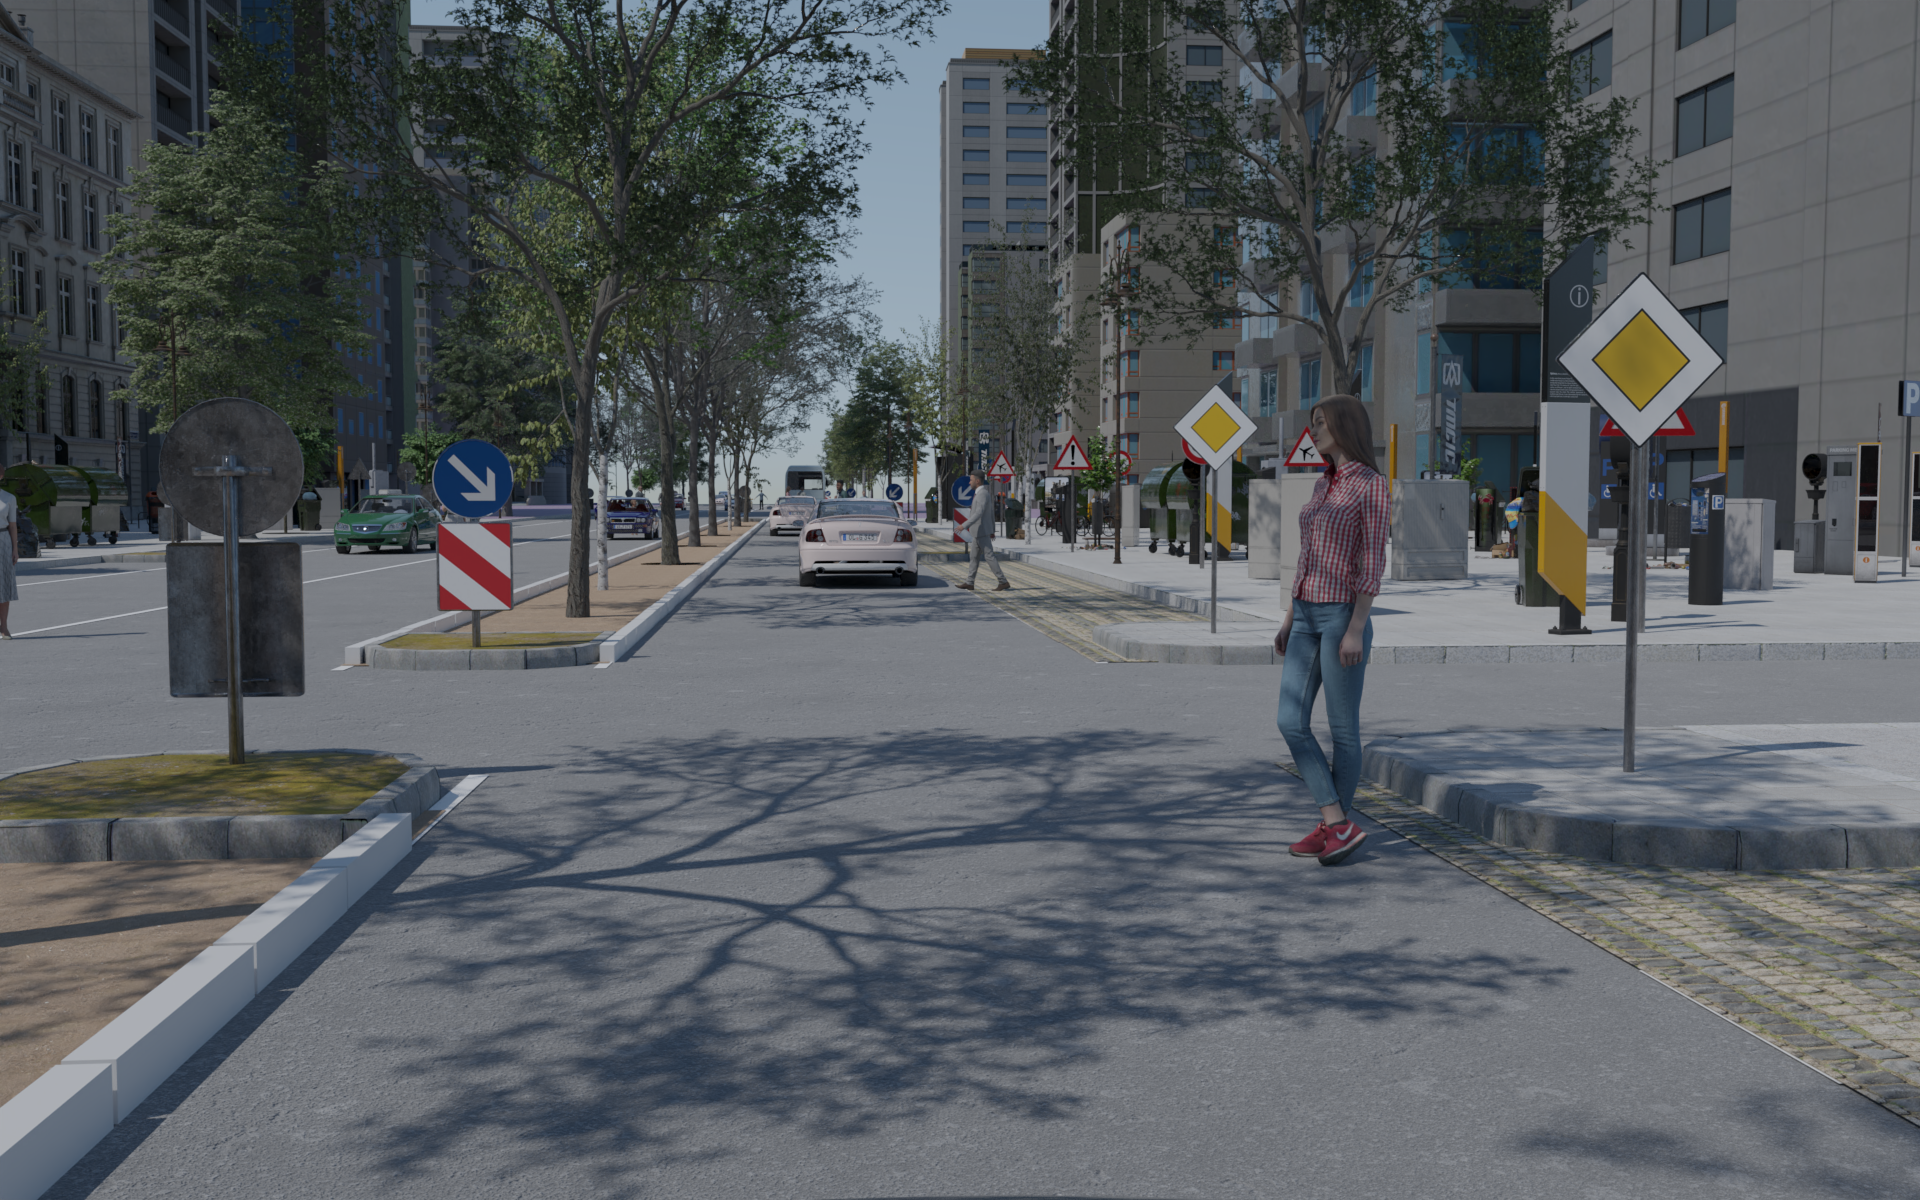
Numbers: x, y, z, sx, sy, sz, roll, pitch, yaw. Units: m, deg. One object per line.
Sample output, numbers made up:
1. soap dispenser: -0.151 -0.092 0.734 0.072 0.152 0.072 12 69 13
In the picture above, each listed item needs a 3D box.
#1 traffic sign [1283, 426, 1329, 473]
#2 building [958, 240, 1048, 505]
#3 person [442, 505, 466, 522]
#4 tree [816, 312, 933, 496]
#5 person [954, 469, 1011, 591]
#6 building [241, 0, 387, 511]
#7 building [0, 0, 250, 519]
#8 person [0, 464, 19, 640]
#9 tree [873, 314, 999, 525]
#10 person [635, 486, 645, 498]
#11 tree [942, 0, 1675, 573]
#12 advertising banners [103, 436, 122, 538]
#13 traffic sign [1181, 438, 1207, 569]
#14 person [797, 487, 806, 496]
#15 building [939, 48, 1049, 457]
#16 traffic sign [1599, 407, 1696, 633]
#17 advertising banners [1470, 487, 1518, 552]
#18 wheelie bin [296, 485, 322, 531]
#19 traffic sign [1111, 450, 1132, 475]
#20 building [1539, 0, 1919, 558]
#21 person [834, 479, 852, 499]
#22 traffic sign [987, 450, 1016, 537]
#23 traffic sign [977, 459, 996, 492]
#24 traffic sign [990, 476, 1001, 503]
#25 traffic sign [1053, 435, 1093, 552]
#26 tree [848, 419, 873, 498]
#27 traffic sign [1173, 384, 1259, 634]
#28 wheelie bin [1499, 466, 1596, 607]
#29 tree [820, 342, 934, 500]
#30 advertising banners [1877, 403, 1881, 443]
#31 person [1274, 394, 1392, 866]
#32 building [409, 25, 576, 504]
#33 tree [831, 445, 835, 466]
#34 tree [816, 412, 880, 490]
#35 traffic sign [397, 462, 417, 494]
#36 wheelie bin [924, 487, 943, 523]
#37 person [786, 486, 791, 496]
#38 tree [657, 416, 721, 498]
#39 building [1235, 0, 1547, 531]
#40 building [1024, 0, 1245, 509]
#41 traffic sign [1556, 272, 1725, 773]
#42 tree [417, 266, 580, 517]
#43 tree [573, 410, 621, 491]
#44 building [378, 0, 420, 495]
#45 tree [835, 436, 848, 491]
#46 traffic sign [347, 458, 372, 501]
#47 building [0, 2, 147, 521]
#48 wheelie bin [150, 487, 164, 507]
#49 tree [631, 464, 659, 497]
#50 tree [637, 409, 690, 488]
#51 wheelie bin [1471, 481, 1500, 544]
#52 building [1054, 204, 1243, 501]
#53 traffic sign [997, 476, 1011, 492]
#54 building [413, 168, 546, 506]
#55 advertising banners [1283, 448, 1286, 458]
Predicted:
1. traffic sign: 6.633 -2.033 33.237 0.884 2.594 0.081 0 3 0
2. building: 7.728 -26.305 201.787 14.160 30.474 14.107 0 4 -5
3. person: -8.885 -1.315 30.564 0.524 1.755 0.480 3 5 41
4. tree: -8.834 -19.664 177.402 12.611 20.169 13.585 0 3 0
5. person: 0.329 -1.020 25.459 0.850 1.792 0.678 0 4 6
6. building: -46.907 -28.384 114.190 14.600 45.320 14.200 0 4 -5
7. building: -49.520 -40.196 95.454 20.563 71.187 20.611 0 4 -5
8. person: -9.460 -0.480 16.923 0.480 1.755 0.524 -3 4 -37
9. tree: -0.702 -7.375 70.940 4.737 8.622 4.395 0 3 0
10. person: -14.510 -4.302 79.020 0.590 1.801 0.661 2 4 24
11. tree: 4.950 -5.351 21.903 8.767 10.594 7.601 -1 4 -14
12. advertising banners: -25.091 -3.372 51.328 0.090 3.025 2.074 -1 4 -10
13. traffic sign: 4.165 -1.811 29.724 0.768 2.556 0.104 0 4 -2
14. person: -8.065 -4.898 88.687 0.635 1.810 0.391 1 4 21
15. building: 7.731 -42.500 236.881 21.231 58.520 28.212 0 4 -5
16. traffic sign: 6.291 -0.973 15.919 0.884 2.594 0.081 0 4 -1
17. advertising banners: 12.309 -2.560 38.039 2.074 3.025 0.090 2 4 25
18. wheelie bin: -24.421 -3.472 64.671 0.980 1.594 0.693 -3 5 -43
19. traffic sign: 4.604 -3.064 50.210 0.768 2.556 0.104 0 4 1
20. building: 28.627 -36.881 41.252 20.611 71.187 20.563 0 4 -5
21. person: -3.186 -2.324 46.488 0.713 1.824 0.794 0 4 -2
22. traffic sign: 1.238 -3.154 51.576 0.884 2.594 0.081 0 4 3
23. traffic sign: 0.984 -3.689 60.426 0.768 2.556 0.104 0 4 -2
24. traffic sign: 1.195 -4.052 66.255 0.884 2.594 0.081 0 4 -4
25. traffic sign: 2.474 -2.324 37.999 0.884 2.594 0.081 0 4 1
26. tree: -6.331 -11.743 142.365 4.737 8.622 4.395 0 3 0
27. traffic sign: 2.332 -0.749 15.883 0.795 2.450 0.064 0 4 -5
28. wheelie bin: 6.763 -0.728 19.804 0.980 1.594 0.693 1 4 9
29. tree: -5.518 -12.920 129.364 7.486 12.596 7.792 0 3 0
30. advertising banners: 17.311 -2.238 32.783 0.090 3.025 2.074 2 4 32
31. person: 1.446 0.102 6.840 0.388 1.821 0.555 -2 4 -34
32. building: -61.481 -41.511 220.697 21.231 58.520 28.212 0 4 -5
33. tree: -12.410 -14.924 194.373 4.737 8.622 4.395 0 3 0
34. tree: -15.595 -19.754 239.981 9.611 12.733 9.660 0 3 0
35. traffic sign: -21.889 -4.185 68.525 0.768 2.556 0.104 0 4 -5
36. wheelie bin: -1.143 -4.175 76.166 0.693 1.594 0.980 -2 4 -29
37. person: -8.780 -4.929 89.103 0.388 1.821 0.555 -1 4 -16
38. tree: -38.815 -19.933 242.904 9.611 12.733 9.660 0 3 0
39. building: 24.468 -27.668 71.973 23.786 49.044 30.456 0 4 -5
40. building: 16.764 -43.121 143.280 20.563 71.187 20.611 0 4 -5
41. traffic sign: 3.084 -0.262 7.933 0.795 2.450 0.064 0 4 -5
42. tree: -25.772 -11.709 98.101 9.857 13.997 8.962 0 3 0
43. tree: -30.038 -11.863 144.319 4.360 8.622 3.978 0 3 0
44. building: -49.273 -27.245 129.045 14.154 41.232 14.086 0 4 -5
45. tree: -7.411 -12.065 147.626 4.737 8.622 4.395 0 3 0
46. traffic sign: -21.465 -3.786 61.909 0.884 2.594 0.081 0 4 3
47. building: -43.483 -15.142 66.651 14.460 24.649 34.723 0 4 -5
48. wheelie bin: -35.291 -4.179 76.236 0.980 1.594 0.693 -2 4 -35
49. tree: -34.022 -12.411 186.634 4.285 4.588 4.351 0 3 0
50. tree: -36.107 -17.958 211.733 7.486 12.596 7.792 0 3 0
51. wheelie bin: 12.590 -2.044 41.328 0.693 1.594 0.980 2 4 31
52. building: 22.397 -16.848 120.509 27.650 21.520 28.899 0 4 -5
53. traffic sign: 2.083 -5.080 83.162 0.768 2.556 0.104 0 4 -1
54. building: -64.188 -30.749 194.633 32.217 40.220 23.993 0 4 -5
55. advertising banners: 12.194 -4.263 65.886 0.090 3.025 2.074 1 4 22
